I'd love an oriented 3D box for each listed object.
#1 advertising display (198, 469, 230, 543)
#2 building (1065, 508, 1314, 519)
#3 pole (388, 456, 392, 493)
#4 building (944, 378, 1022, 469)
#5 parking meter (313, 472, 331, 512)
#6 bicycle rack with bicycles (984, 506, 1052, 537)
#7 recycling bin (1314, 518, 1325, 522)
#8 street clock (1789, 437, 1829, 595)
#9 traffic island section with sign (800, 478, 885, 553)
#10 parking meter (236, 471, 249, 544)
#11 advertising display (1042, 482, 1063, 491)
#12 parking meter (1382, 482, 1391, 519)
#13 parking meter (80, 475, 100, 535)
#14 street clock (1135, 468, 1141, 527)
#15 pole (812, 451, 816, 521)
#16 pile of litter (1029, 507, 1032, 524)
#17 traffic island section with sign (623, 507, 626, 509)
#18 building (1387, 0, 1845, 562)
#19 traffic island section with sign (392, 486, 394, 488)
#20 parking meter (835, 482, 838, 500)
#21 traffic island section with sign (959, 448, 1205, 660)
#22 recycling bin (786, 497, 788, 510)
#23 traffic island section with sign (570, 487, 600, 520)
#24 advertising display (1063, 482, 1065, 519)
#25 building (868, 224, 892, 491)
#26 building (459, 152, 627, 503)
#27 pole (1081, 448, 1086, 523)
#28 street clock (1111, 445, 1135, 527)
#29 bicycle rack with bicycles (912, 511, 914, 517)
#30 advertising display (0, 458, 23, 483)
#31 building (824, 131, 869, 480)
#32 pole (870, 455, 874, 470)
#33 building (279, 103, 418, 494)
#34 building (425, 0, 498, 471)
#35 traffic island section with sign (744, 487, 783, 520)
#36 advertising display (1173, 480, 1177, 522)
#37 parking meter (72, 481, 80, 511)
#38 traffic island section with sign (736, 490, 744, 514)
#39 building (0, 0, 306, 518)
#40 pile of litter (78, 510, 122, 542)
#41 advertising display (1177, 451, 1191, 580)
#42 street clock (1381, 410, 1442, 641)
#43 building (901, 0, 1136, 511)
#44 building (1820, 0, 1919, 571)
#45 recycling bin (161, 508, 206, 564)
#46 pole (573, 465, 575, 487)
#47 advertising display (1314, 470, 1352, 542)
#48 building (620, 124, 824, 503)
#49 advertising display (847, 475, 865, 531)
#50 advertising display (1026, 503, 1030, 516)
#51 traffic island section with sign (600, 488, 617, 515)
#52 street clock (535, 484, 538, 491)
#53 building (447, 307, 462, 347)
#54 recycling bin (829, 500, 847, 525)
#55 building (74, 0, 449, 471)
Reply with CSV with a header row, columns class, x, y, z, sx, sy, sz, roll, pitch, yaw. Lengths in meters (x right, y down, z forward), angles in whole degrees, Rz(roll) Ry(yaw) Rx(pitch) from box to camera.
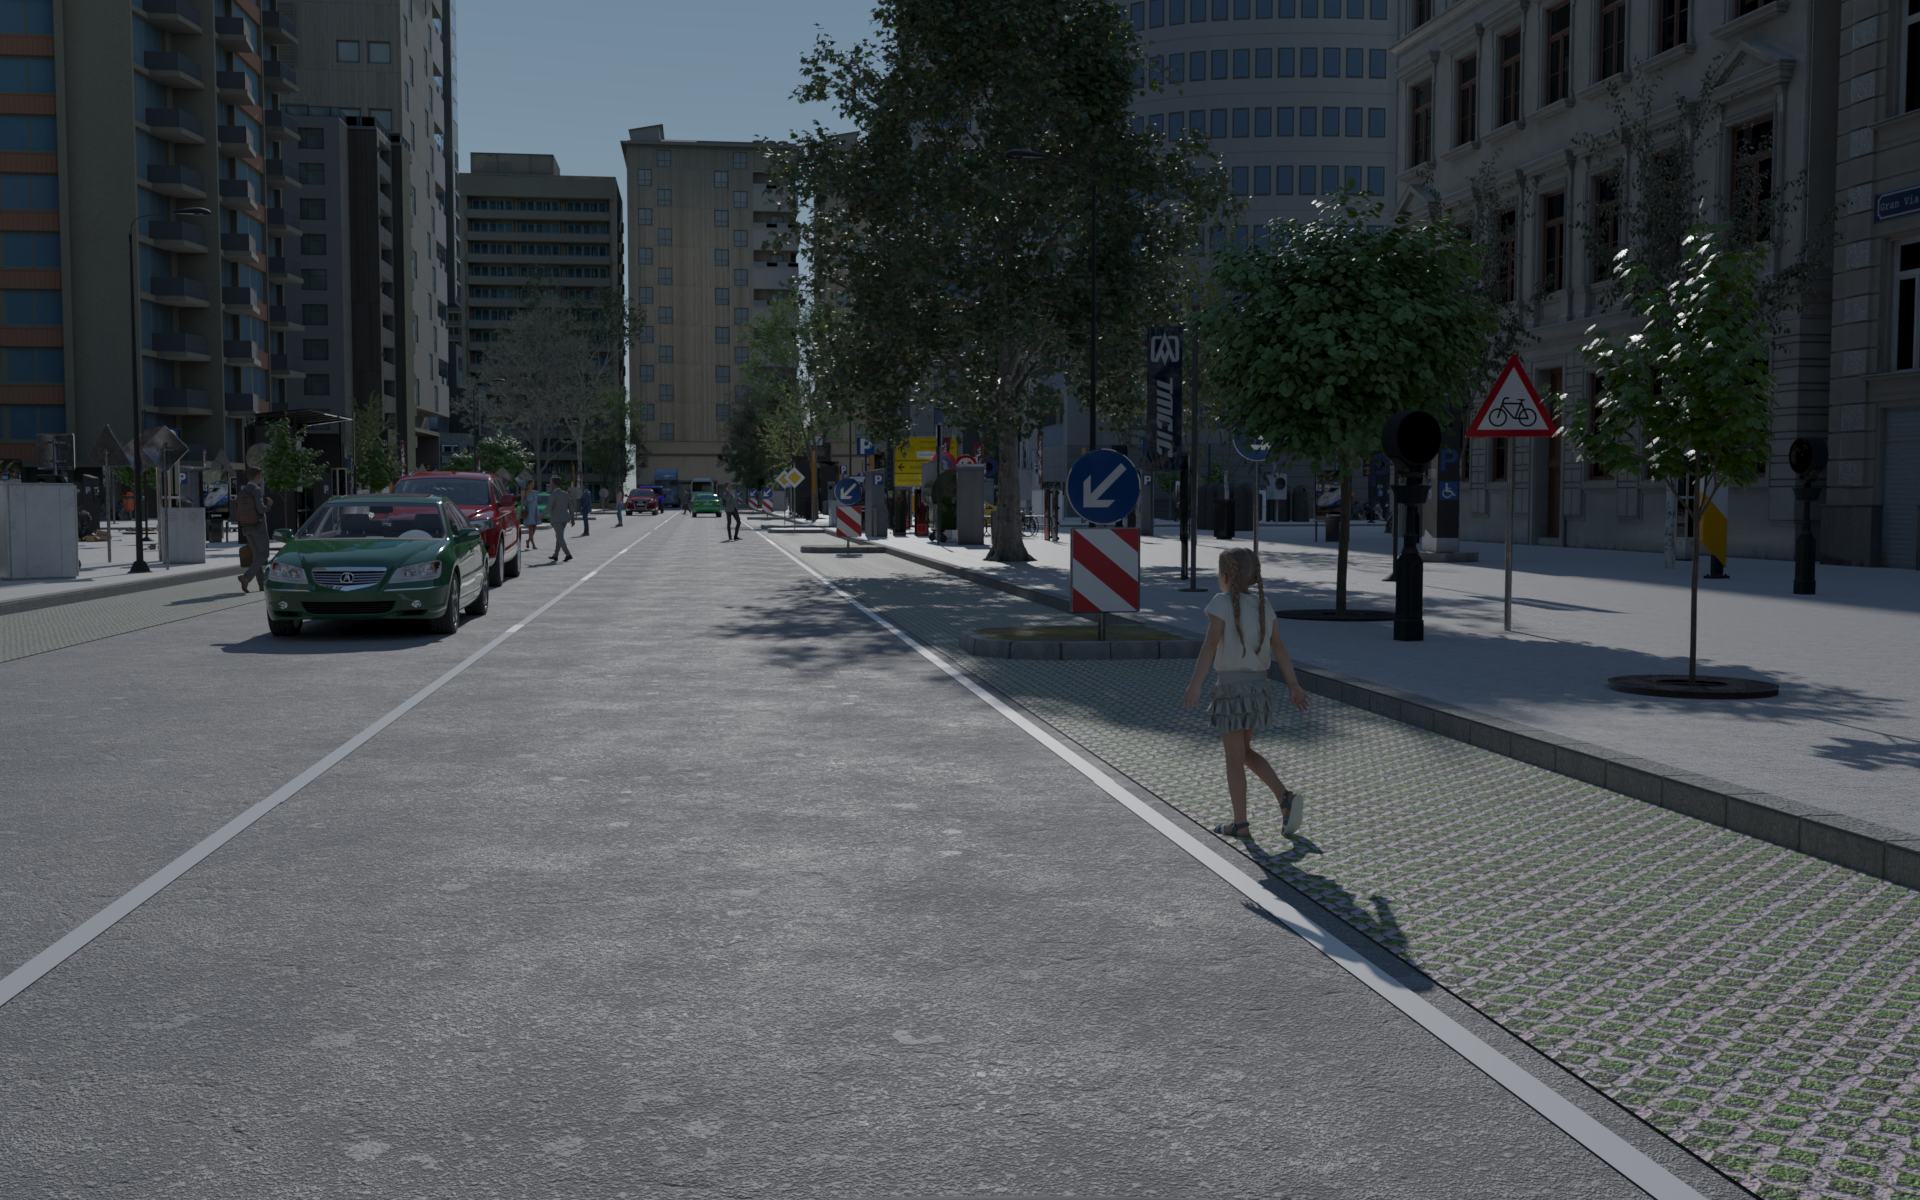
class,x,y,z,sx,sy,sz,roll,pitch,yaw
advertising display,-19.702,-2.481,45.780,0.123,1.923,0.974,1,4,19
building,19.041,-34.091,99.390,28.212,58.520,21.231,-1,4,-8
pole,-29.444,-5.853,89.543,0.158,3.312,0.155,0,3,0
building,11.975,-49.683,124.991,22.319,86.520,31.000,-1,4,-8
parking meter,-15.878,-2.290,43.151,0.255,1.863,0.399,1,4,16
bicycle rack with bicycles,1.536,-2.395,52.541,2.852,0.926,2.925,-2,4,-31
recycling bin,16.593,-4.053,78.814,0.722,1.027,0.722,-2,4,-23
street clock,10.810,-1.073,22.113,0.358,2.002,0.471,-1,4,-11
traffic island section with sign,-2.904,-2.070,42.470,1.989,1.847,2.006,-1,4,-8
parking meter,-18.339,-2.372,44.485,0.399,1.863,0.255,-1,4,-13
advertising display,4.701,-5.149,89.394,0.974,1.923,0.123,1,4,16
parking meter,21.112,-4.892,85.693,0.399,1.863,0.255,-3,4,-38
parking meter,-26.080,-2.833,52.037,0.399,1.863,0.255,1,4,14
street clock,4.755,-2.654,47.961,0.471,2.002,0.358,3,5,45
pole,-6.874,-5.353,81.368,0.158,3.312,0.155,0,3,0
pile of litter,3.548,-3.825,76.504,1.176,0.858,1.719,-2,4,-31
traffic island section with sign,-32.237,-9.938,171.114,1.989,1.847,2.006,-1,4,-8
building,19.341,-12.625,42.583,11.583,22.565,21.152,-1,4,-8
traffic island section with sign,-12.923,-1.942,40.380,1.989,1.847,2.006,-1,4,-8
parking meter,-5.613,-4.598,80.885,0.255,1.863,0.399,3,5,43
traffic island section with sign,1.034,-0.439,15.803,1.989,1.847,2.006,-1,4,-8
recycling bin,-14.588,-7.922,142.080,0.722,1.027,0.722,-2,4,-34
traffic island section with sign,-20.954,-5.270,94.785,1.989,1.847,2.006,-1,4,-8
advertising display,5.426,-5.223,90.602,0.123,1.923,0.974,0,4,5
building,1.014,-35.266,200.296,21.300,48.544,21.600,-1,4,-8
building,-59.458,-38.262,249.280,21.600,48.544,21.300,-1,4,-8
pole,5.438,-5.037,76.202,0.158,3.312,0.155,0,3,0
street clock,2.352,-1.287,25.608,0.358,2.002,0.471,1,4,8
bicycle rack with bicycles,-2.134,-5.033,95.667,2.925,0.926,2.852,0,4,5
advertising display,-17.191,-1.579,31.038,0.123,1.923,0.974,1,4,14
building,-8.133,-41.052,260.433,27.495,52.752,28.713,-1,4,-8
pole,-3.157,-4.184,62.260,0.158,3.312,0.155,0,3,0
building,-49.898,-22.030,131.886,14.160,30.474,14.107,-1,4,-8
building,-67.574,-53.585,188.780,31.000,86.520,22.319,-1,4,-8
traffic island section with sign,-10.867,-5.371,96.439,1.989,1.847,2.006,-1,4,-8
advertising display,10.059,-4.601,80.443,0.123,1.923,0.974,1,4,20
parking meter,-38.590,-4.285,75.771,0.399,1.863,0.255,-2,4,-31
traffic island section with sign,-14.906,-7.041,123.756,1.989,1.847,2.006,-1,4,-8
building,-51.836,-27.327,101.414,22.147,44.769,28.867,-1,4,-8
pile of litter,-23.455,-2.001,46.688,1.719,0.858,1.176,-3,5,-44
advertising display,3.400,-1.279,26.133,0.123,1.923,0.974,1,4,10
street clock,3.931,-0.645,15.120,0.471,2.002,0.358,-1,4,-21
building,4.190,-38.693,174.629,21.231,58.520,28.212,-1,4,-8
building,23.017,-13.598,19.597,12.463,27.353,25.104,-1,4,-8
recycling bin,-14.394,-1.197,32.133,0.722,1.027,0.722,-1,4,-23
pole,-26.916,-7.749,120.541,0.158,3.312,0.155,0,3,0
advertising display,10.008,-2.525,46.503,0.974,1.923,0.123,1,4,8
building,-35.258,-40.775,255.916,27.495,52.752,28.713,-1,4,-8
advertising display,-3.400,-3.322,59.522,0.974,1.923,0.123,-1,4,-22
advertising display,3.487,-5.070,88.108,0.974,1.923,0.123,2,4,31
traffic island section with sign,-24.899,-6.901,121.451,1.989,1.847,2.006,-1,4,-8
street clock,-31.931,-7.717,130.747,0.358,2.002,0.471,-2,4,-25
building,-82.867,-34.252,251.895,23.993,40.220,32.217,-1,4,-8
recycling bin,-5.021,-3.615,71.666,0.722,1.027,0.722,-1,4,-15
building,-60.809,-34.480,152.983,28.713,52.752,27.495,-1,4,-8
